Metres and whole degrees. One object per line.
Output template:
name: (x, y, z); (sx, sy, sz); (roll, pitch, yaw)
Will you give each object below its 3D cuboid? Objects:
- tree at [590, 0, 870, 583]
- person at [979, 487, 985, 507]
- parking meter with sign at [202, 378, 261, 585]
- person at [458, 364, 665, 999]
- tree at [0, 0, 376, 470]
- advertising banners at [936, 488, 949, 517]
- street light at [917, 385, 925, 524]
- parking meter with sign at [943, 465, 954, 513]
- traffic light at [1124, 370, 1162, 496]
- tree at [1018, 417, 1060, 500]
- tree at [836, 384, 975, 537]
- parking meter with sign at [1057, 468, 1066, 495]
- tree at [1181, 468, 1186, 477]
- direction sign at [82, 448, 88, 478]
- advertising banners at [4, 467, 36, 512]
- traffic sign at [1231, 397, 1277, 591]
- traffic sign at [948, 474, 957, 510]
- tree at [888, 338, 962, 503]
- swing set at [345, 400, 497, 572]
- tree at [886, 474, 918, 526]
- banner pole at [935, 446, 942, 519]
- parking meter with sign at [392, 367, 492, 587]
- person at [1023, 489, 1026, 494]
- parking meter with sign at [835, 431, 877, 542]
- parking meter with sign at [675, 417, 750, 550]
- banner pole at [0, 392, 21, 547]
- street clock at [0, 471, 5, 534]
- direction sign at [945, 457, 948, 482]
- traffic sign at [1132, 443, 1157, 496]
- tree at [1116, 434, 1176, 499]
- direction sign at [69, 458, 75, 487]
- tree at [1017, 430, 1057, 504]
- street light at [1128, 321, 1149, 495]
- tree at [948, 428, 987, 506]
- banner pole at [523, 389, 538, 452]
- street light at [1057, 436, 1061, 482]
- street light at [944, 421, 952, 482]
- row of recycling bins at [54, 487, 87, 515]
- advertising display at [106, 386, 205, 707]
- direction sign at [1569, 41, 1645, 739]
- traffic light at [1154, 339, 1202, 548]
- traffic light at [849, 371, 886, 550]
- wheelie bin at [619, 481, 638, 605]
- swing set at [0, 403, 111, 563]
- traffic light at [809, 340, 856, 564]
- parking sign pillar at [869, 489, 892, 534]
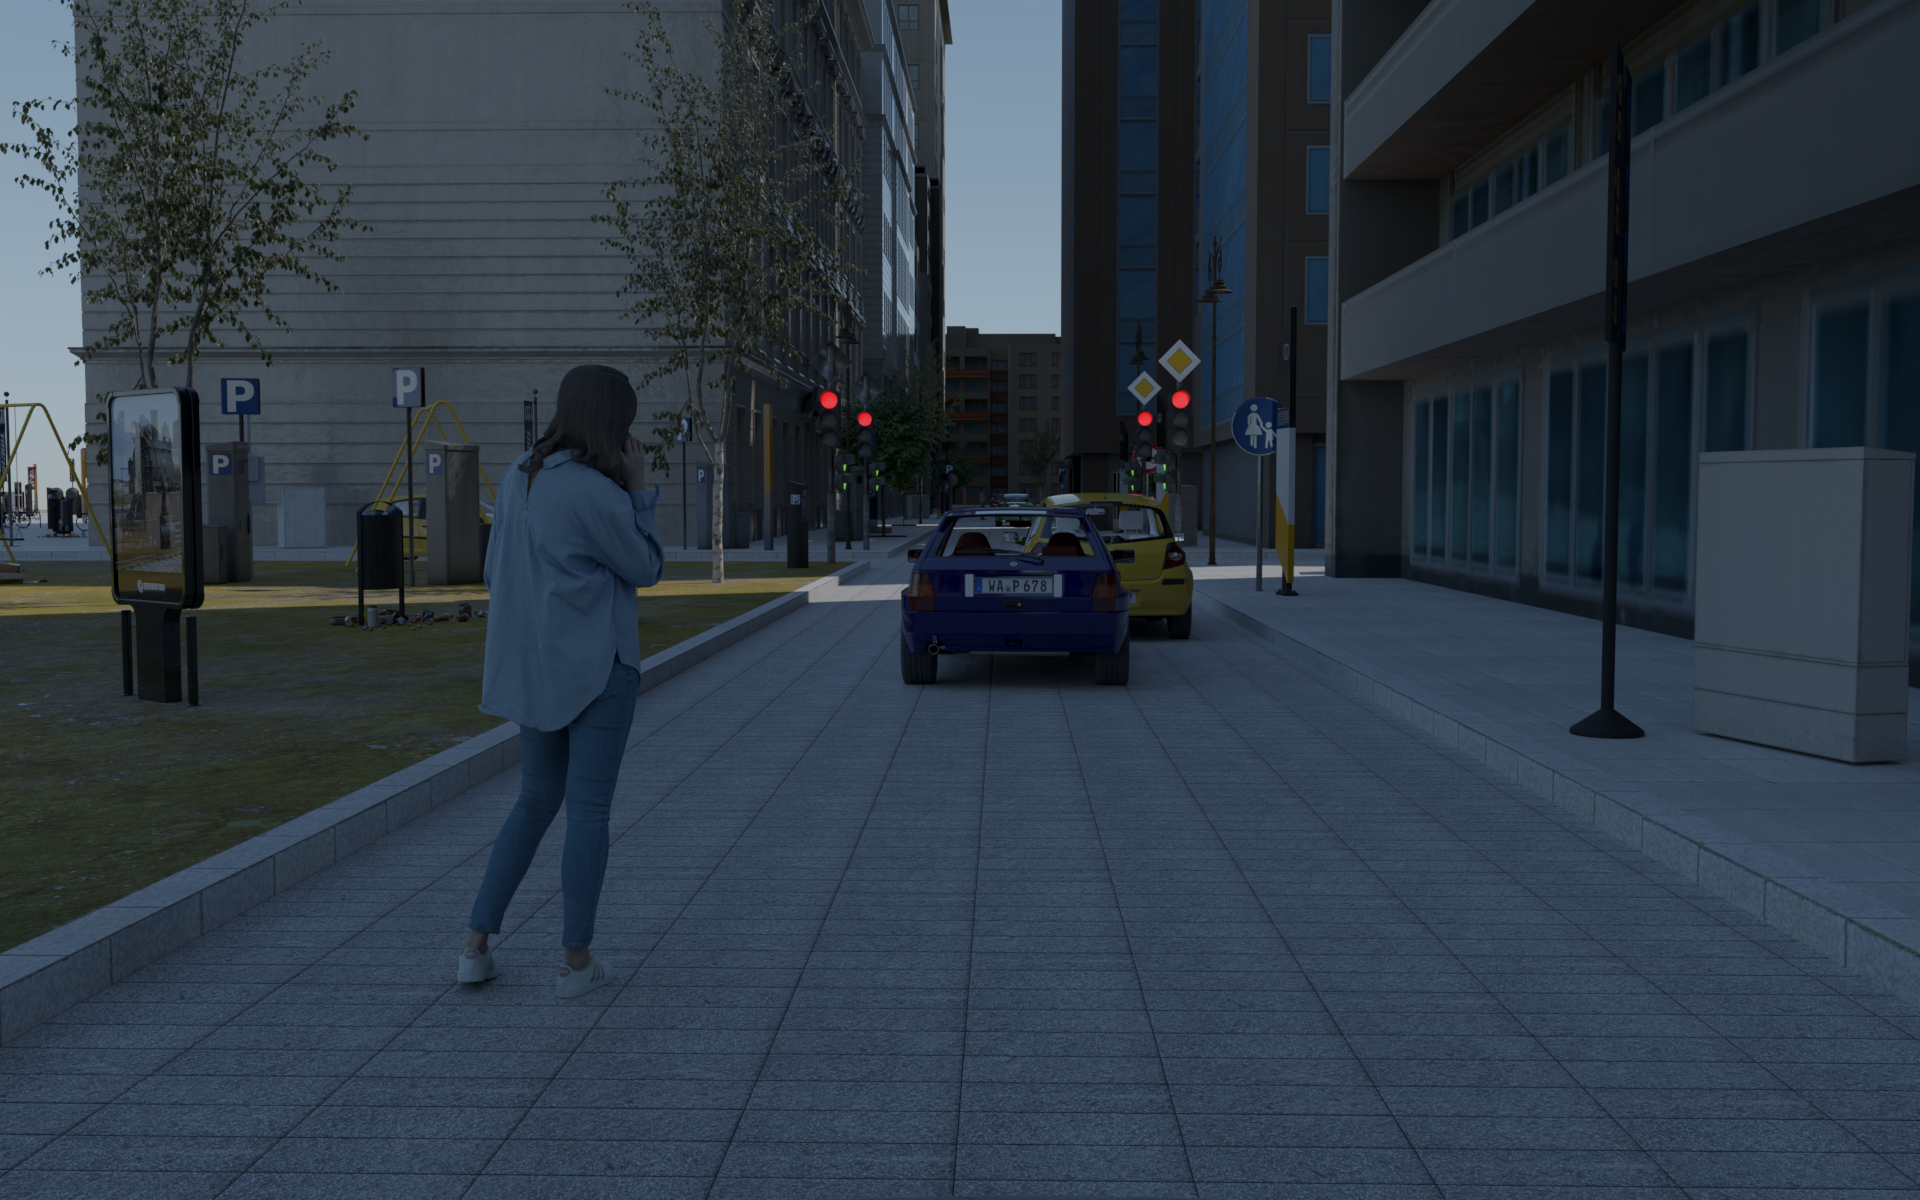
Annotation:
tree: (-3.441, -4.566, 25.013); (4.360, 8.622, 3.978); (0, 3, 0)
person: (1.229, -5.321, 95.510); (0.388, 1.821, 0.555); (0, 4, 6)
parking meter with sign: (-10.716, -1.775, 25.282); (0.543, 3.016, 1.738); (0, 4, -6)
person: (-1.161, 0.232, 4.967); (0.793, 1.790, 0.793); (0, 4, 5)
tree: (-9.147, -4.280, 20.338); (4.360, 8.622, 3.978); (0, 3, 0)
advertising banners: (-1.012, -6.294, 99.095); (0.090, 3.025, 2.074); (1, 4, 21)
street light: (-1.686, -6.182, 73.865); (0.468, 5.910, 1.993); (0, 4, 2)
parking meter with sign: (-0.742, -6.551, 103.373); (0.543, 3.016, 1.738); (0, 4, -7)
traffic light: (4.177, -3.096, 39.533); (0.839, 4.253, 0.868); (0, 4, 2)
tree: (7.746, -13.167, 165.639); (4.737, 8.622, 4.395); (0, 3, 0)
tree: (-2.267, -4.170, 51.890); (4.285, 4.588, 4.351); (0, 3, 0)
parking meter with sign: (6.183, -6.653, 105.039); (0.543, 3.016, 1.738); (0, 4, 2)
tree: (6.389, -3.715, 55.349); (1.663, 3.219, 1.824); (0, 3, 0)
direction sign: (-42.604, -5.693, 85.075); (0.876, 3.537, 0.379); (-1, 4, -14)
advertising banners: (-59.832, -6.972, 110.184); (0.090, 3.025, 2.074); (3, 5, 44)
traffic sign: (3.947, -1.387, 22.783); (0.768, 2.556, 0.104); (0, 4, 7)
traffic sign: (-0.547, -6.729, 110.128); (0.768, 2.556, 0.104); (0, 4, 3)
tree: (-1.894, -8.066, 82.243); (4.737, 8.622, 4.395); (0, 3, 0)
swing set: (-9.209, -2.001, 30.332); (2.862, 2.851, 3.119); (-1, 4, -22)
tree: (-2.405, -4.596, 69.752); (1.663, 3.219, 1.824); (0, 3, 0)
banner pole: (-1.181, -6.107, 89.858); (0.401, 3.779, 0.863); (-1, 4, -15)
parking meter with sign: (-7.194, -1.736, 24.645); (0.543, 3.016, 1.738); (2, 4, 29)
person: (4.968, -7.723, 134.710); (0.705, 1.831, 1.348); (0, 4, -7)
parking meter with sign: (-2.914, -3.119, 47.258); (0.543, 3.016, 1.738); (2, 4, 25)
parking meter with sign: (-5.699, -2.684, 40.147); (1.738, 3.016, 0.543); (-3, 5, -43)
banner pole: (-23.440, -3.213, 42.545); (0.863, 3.779, 0.401); (3, 5, 44)
street clock: (-30.662, -3.100, 55.258); (0.471, 2.002, 0.358); (3, 4, 38)
direction sign: (-0.834, -6.934, 105.372); (0.379, 3.537, 0.876); (-1, 4, -9)
traffic sign: (4.660, -2.621, 42.964); (0.768, 2.556, 0.104); (0, 4, 7)
tree: (5.690, -3.571, 52.993); (1.663, 3.219, 1.824); (0, 3, 0)
direction sign: (-56.539, -7.239, 110.356); (0.379, 3.537, 0.876); (-1, 4, -9)
tree: (8.744, -14.800, 192.336); (4.360, 8.622, 3.978); (0, 3, 0)
street light: (4.765, -4.499, 46.350); (0.468, 5.910, 1.993); (0, 4, 2)
tree: (0.755, -14.794, 192.250); (4.360, 8.622, 3.978); (0, 3, 0)
banner pole: (-10.140, -3.121, 41.047); (0.401, 3.779, 0.863); (1, 4, 11)
street light: (6.585, -8.614, 113.628); (0.468, 5.910, 1.993); (0, 4, 2)
street light: (-0.772, -8.241, 107.536); (0.468, 5.910, 1.993); (0, 4, 2)
row of recycling bins: (-54.409, -6.124, 107.247); (3.534, 1.692, 1.069); (-1, 4, -19)
advertising display: (-4.974, -0.336, 10.709); (0.974, 1.923, 0.123); (3, 5, 40)
direction sign: (3.455, -1.049, 9.145); (0.379, 3.537, 0.876); (2, 4, 25)
traffic light: (3.965, -2.607, 31.550); (0.839, 4.253, 0.868); (0, 4, 2)
traffic light: (-2.133, -3.105, 39.684); (0.839, 4.253, 0.868); (0, 4, 2)
wheelie bin: (-3.500, -0.567, 17.182); (0.693, 1.594, 0.980); (0, 4, 4)
swing set: (-17.133, -2.006, 30.415); (3.119, 2.851, 2.862); (2, 4, 27)
traffic light: (-2.345, -2.617, 31.701); (0.839, 4.253, 0.868); (0, 4, 2)
parking sign pillar: (-2.951, -4.183, 56.863); (1.447, 3.967, 1.447); (0, 4, -6)
